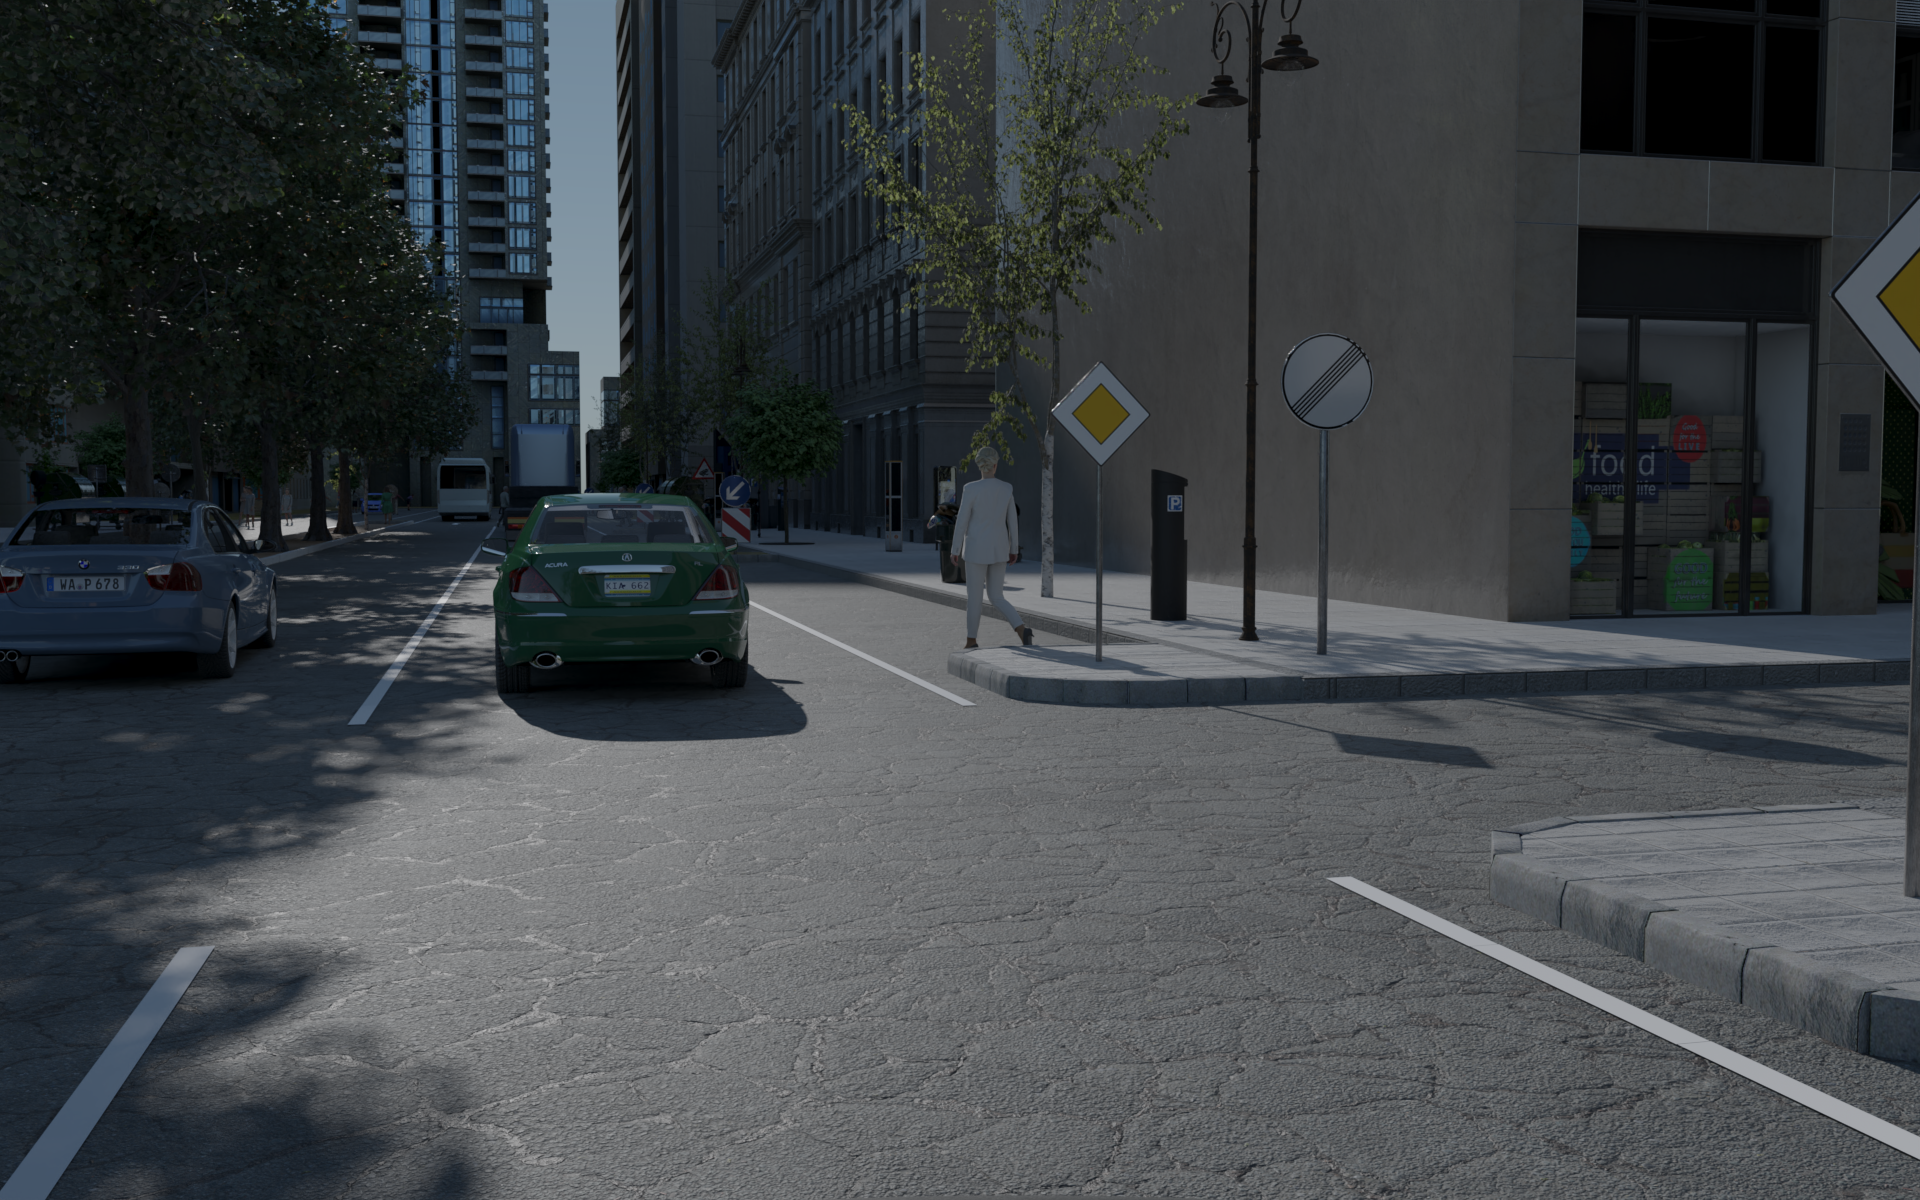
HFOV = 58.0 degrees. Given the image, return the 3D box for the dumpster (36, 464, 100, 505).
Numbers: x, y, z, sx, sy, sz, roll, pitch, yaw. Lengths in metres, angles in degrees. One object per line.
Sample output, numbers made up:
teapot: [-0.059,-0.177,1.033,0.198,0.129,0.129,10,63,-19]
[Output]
dumpster: [-29.216,-3.301,56.459,1.502,2.255,1.985,-1,4,-14]

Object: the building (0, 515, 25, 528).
building: [-47.970,-12.950,56.769,27.650,21.520,28.899,-1,4,-14]

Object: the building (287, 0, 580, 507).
building: [-55.254,-52.813,176.167,31.000,86.520,22.319,-1,4,-14]

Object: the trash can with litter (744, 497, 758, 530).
trash can with litter: [-7.510,-3.049,61.239,0.624,1.170,1.055,-2,4,-25]

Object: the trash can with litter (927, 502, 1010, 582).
trash can with litter: [0.089,-0.848,25.255,1.055,1.170,0.624,-3,5,-42]

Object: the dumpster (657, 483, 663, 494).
dumpster: [-11.948,-4.070,72.305,1.264,1.857,1.865,-1,4,-14]

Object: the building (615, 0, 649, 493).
building: [-18.047,-32.150,149.350,21.300,48.544,21.600,-1,4,-14]

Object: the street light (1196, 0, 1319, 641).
street light: [2.536,-2.583,15.024,0.468,5.910,1.993,-1,4,-14]

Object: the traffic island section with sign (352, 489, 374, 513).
traffic island section with sign: [-46.473,-7.670,134.026,1.989,1.847,2.006,-1,4,-14]

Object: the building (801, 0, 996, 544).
building: [1.389,-12.519,53.837,9.793,20.994,18.267,-1,4,-14]

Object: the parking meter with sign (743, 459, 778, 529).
parking meter with sign: [-7.378,-4.130,63.782,0.543,3.016,1.738,2,4,28]

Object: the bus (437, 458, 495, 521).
bus: [-27.056,-6.124,94.984,2.948,3.499,13.247,-1,4,-14]

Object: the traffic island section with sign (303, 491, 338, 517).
traffic island section with sign: [-39.804,-6.072,107.905,1.989,1.847,2.006,-1,4,-14]

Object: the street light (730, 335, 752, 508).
street light: [-6.383,-4.760,50.607,0.468,5.910,1.993,-1,4,-14]

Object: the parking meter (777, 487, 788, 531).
parking meter: [-6.169,-3.176,60.336,0.372,1.533,0.369,0,3,0]

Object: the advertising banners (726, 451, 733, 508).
advertising banners: [-8.813,-4.296,66.421,0.090,3.025,2.074,0,4,-1]

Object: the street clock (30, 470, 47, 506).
street clock: [-28.074,-2.950,52.800,0.471,2.002,0.358,2,4,28]

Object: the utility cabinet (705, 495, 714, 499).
utility cabinet: [-11.912,-4.335,82.032,0.306,1.237,1.020,2,4,33]

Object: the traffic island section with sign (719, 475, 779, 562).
traffic island section with sign: [-5.017,-1.745,37.157,1.989,1.847,2.006,-1,4,-14]

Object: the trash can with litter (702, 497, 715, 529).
trash can with litter: [-8.735,-2.989,60.257,0.624,1.170,1.055,-1,4,-17]

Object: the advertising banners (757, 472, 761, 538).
advertising banners: [-5.982,-3.391,51.631,0.090,3.025,2.074,0,4,-5]

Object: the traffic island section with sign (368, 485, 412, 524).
traffic island section with sign: [-27.400,-4.593,83.233,2.006,1.907,1.989,-1,4,-14]

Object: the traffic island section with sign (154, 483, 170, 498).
traffic island section with sign: [-27.405,-3.096,59.254,1.989,1.847,2.006,-1,4,-14]

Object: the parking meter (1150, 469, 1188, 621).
parking meter: [2.128,-0.564,17.630,0.372,1.533,0.369,0,3,0]

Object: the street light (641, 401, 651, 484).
street light: [-15.552,-6.932,86.127,0.468,5.910,1.993,-1,4,-14]

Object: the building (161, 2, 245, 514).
building: [-54.807,-28.226,111.613,14.600,45.320,14.200,-1,4,-14]

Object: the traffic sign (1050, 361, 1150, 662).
traffic sign: [1.061,-0.585,13.202,0.795,2.450,0.064,-1,4,-14]

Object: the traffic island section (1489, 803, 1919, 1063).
traffic island section: [3.056,1.024,5.547,2.009,0.180,2.903,-1,4,-14]

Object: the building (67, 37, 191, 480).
building: [-56.686,-30.593,89.428,28.713,52.752,27.495,-1,4,-14]

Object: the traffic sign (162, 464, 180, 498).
traffic sign: [-33.232,-4.455,72.951,0.768,2.556,0.104,-1,4,-8]

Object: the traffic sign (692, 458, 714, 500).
traffic sign: [-9.117,-3.780,61.811,0.884,2.594,0.081,-1,4,-12]

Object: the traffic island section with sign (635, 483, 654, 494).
traffic island section with sign: [-11.674,-3.343,63.280,1.989,1.847,2.006,-1,4,-14]

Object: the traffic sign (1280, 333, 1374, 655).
traffic sign: [2.895,-0.836,13.777,0.768,2.556,0.104,-1,4,-9]

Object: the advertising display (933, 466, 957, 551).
advertising display: [-0.339,-2.106,39.653,0.123,1.923,0.974,2,4,26]

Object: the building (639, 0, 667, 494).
building: [-16.542,-29.384,130.541,14.600,45.320,14.200,-1,4,-14]

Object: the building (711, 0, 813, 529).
building: [-3.203,-17.005,75.298,12.463,27.353,25.104,-1,4,-14]

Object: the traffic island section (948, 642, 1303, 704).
traffic island section: [1.082,0.550,13.285,2.009,0.180,2.903,-1,4,-14]

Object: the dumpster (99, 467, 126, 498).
dumpster: [-30.567,-3.645,62.091,1.502,2.255,1.985,-1,4,-14]

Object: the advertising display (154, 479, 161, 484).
advertising display: [-34.189,-4.160,73.225,0.974,1.923,0.123,1,4,22]

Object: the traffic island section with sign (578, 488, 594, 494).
traffic island section with sign: [-24.132,-6.328,112.083,1.989,1.847,2.006,-1,4,-14]

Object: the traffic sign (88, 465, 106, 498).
traffic sign: [-30.219,-3.581,60.673,0.606,2.300,0.079,0,4,-7]

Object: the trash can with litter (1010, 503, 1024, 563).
trash can with litter: [0.851,-1.291,32.500,0.624,1.170,1.055,1,4,11]

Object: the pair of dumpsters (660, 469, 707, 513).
pair of dumpsters: [-10.996,-4.065,68.951,1.574,2.255,4.437,-1,4,-14]

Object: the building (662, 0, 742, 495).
building: [-8.334,-34.761,110.347,21.231,58.520,28.212,-1,4,-14]

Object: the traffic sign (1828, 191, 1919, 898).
traffic sign: [3.035,-0.111,5.464,0.795,2.450,0.064,-1,4,-14]

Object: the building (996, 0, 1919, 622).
building: [19.580,-13.790,29.981,34.151,26.468,19.350,-1,4,-14]

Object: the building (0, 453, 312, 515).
building: [-67.414,-17.722,134.793,28.899,21.520,27.650,-1,4,-14]
